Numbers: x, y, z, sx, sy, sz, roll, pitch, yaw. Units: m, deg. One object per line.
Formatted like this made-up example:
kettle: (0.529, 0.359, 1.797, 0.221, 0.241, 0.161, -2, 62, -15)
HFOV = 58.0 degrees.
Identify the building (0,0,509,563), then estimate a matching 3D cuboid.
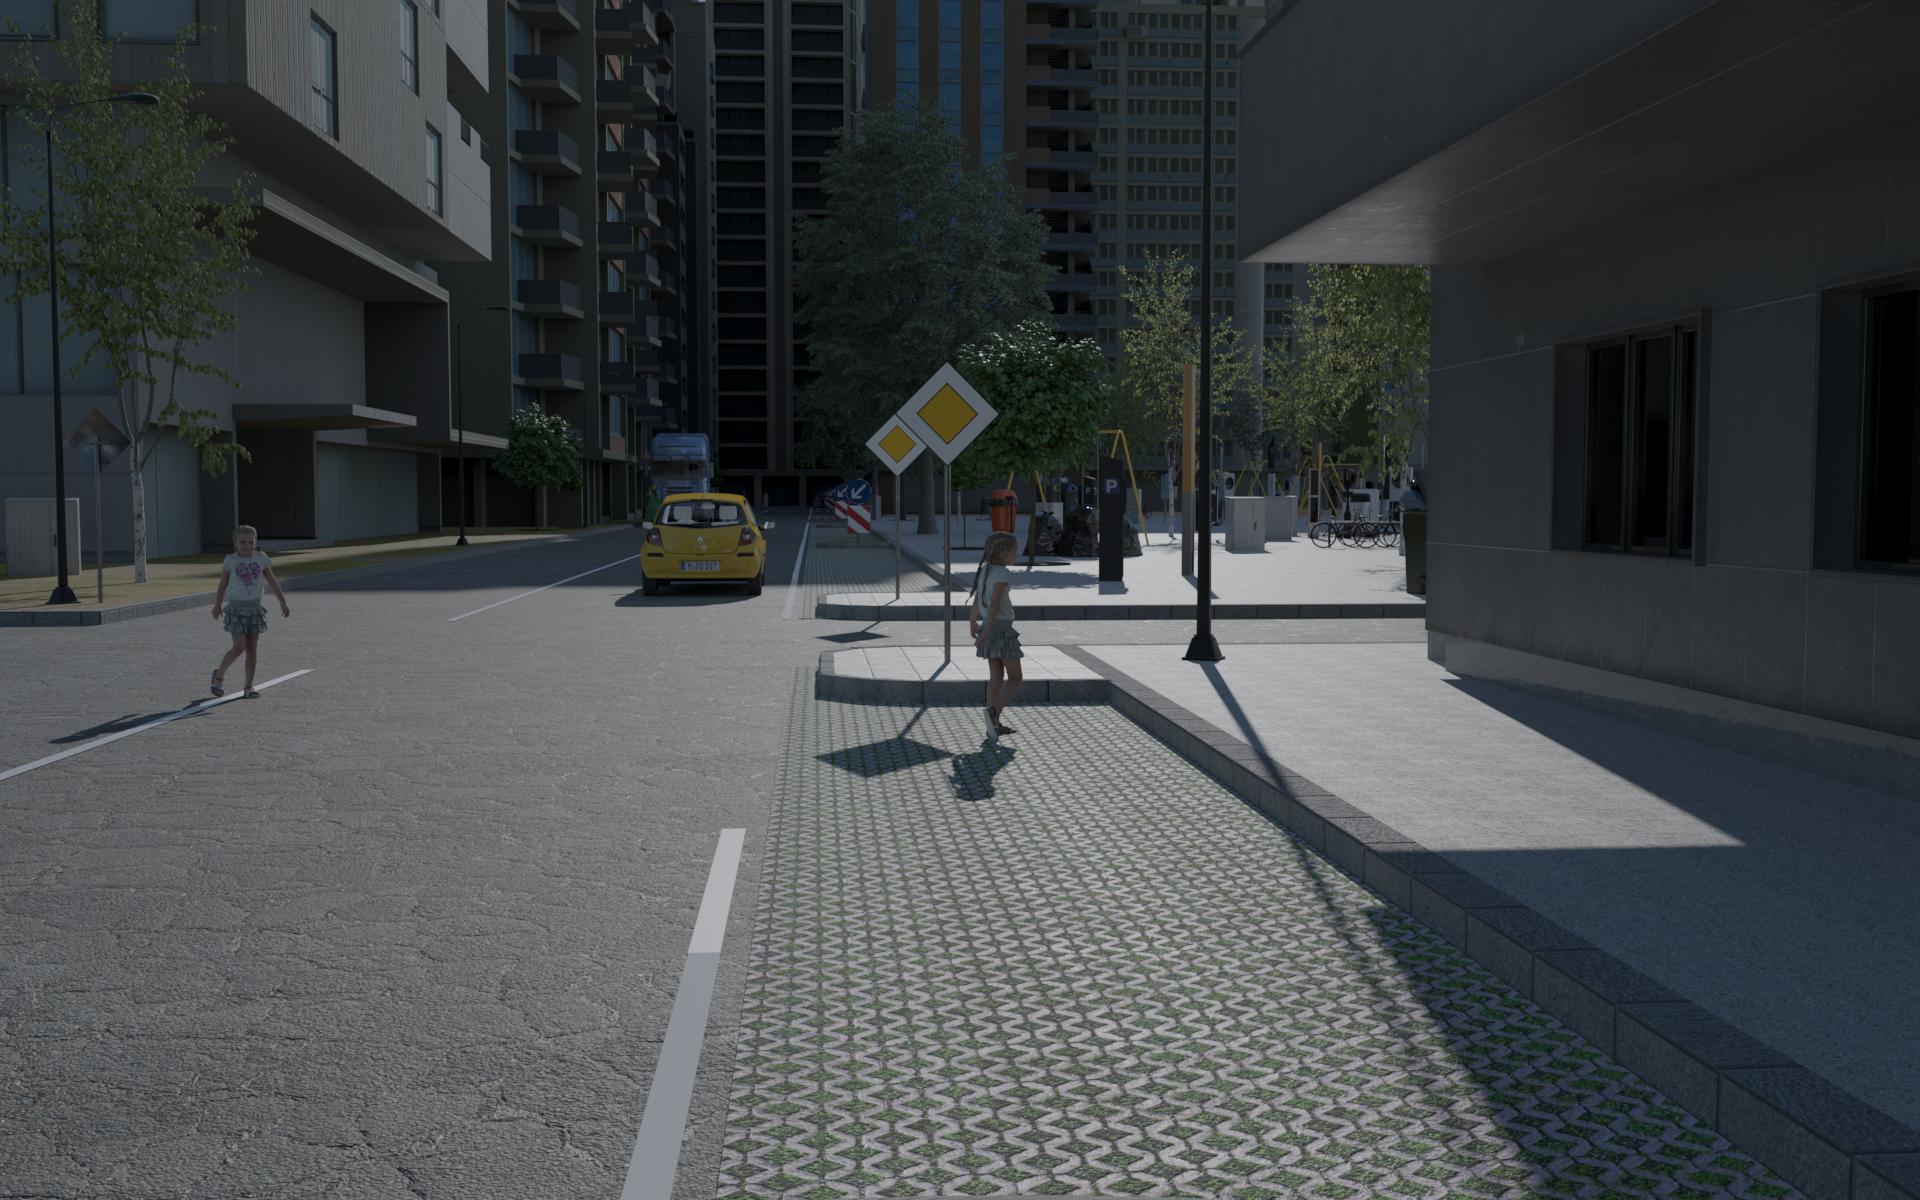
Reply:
building: (-27.288, -27.689, 41.949, 28.713, 52.752, 27.495, 0, 4, -5)

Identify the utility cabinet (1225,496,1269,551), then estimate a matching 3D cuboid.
utility cabinet: (6.496, -1.728, 39.418, 1.020, 1.237, 0.306, -3, 4, -36)

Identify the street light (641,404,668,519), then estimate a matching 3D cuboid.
street light: (-15.705, -7.122, 88.981, 1.470, 5.913, 1.316, 0, 4, -5)

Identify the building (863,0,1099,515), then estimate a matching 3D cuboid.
building: (0.905, -28.353, 113.676, 14.600, 45.320, 14.200, 0, 4, -5)

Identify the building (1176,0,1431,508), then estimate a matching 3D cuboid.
building: (35.160, -38.062, 164.318, 28.212, 58.520, 21.231, 0, 4, -5)

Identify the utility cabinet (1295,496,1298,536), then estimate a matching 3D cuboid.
utility cabinet: (10.191, -2.611, 53.850, 0.306, 1.237, 1.020, -1, 4, -8)

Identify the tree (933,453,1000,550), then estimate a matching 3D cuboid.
tree: (0.101, -2.766, 39.821, 1.663, 3.219, 1.824, 0, 3, 0)

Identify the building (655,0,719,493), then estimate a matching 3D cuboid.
building: (-33.484, -32.728, 158.803, 21.600, 48.544, 21.300, 0, 4, -5)

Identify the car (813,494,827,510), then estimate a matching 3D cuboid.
car: (-12.505, -8.970, 158.653, 2.014, 1.417, 4.499, 0, 4, -5)

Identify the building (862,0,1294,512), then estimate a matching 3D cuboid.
building: (8.671, -27.021, 133.666, 32.217, 40.220, 23.993, 0, 4, -5)

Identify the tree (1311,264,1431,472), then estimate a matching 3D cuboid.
tree: (7.333, -4.626, 26.002, 4.737, 8.622, 4.395, 0, 3, 0)

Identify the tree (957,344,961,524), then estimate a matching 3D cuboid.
tree: (-0.286, -7.532, 73.517, 4.737, 8.622, 4.395, 0, 3, 0)

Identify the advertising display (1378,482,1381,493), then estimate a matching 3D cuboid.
advertising display: (22.913, -5.363, 92.907, 0.974, 1.923, 0.123, 0, 4, 1)

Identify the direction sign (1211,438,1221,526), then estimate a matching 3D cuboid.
direction sign: (10.294, -4.739, 69.483, 0.379, 3.537, 0.876, 1, 4, 15)

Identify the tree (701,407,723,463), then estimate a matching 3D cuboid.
tree: (-21.958, -11.778, 142.933, 4.360, 8.622, 3.978, 0, 3, 0)

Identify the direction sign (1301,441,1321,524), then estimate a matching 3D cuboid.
direction sign: (15.090, -5.047, 74.523, 0.876, 3.537, 0.379, 0, 4, -2)

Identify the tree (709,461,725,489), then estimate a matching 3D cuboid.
tree: (-21.757, -10.058, 148.167, 4.285, 4.588, 4.351, 0, 3, 0)

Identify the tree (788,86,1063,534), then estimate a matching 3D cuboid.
tree: (-1.017, -9.062, 54.822, 9.857, 13.997, 8.962, 0, 3, 0)

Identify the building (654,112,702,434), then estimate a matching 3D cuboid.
building: (-27.086, -21.962, 130.782, 14.160, 30.474, 14.107, 0, 4, -5)

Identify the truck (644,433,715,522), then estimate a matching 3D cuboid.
truck: (-12.857, -5.681, 82.639, 2.967, 4.110, 18.799, 0, 4, -5)

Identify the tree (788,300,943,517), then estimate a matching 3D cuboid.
tree: (-4.914, -11.026, 97.280, 9.611, 12.733, 9.660, 0, 3, 0)

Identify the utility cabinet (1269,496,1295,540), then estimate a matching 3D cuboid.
utility cabinet: (8.736, -2.270, 48.277, 1.020, 1.237, 0.306, 1, 4, 15)

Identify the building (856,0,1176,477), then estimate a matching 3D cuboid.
building: (4.253, -34.834, 158.778, 28.713, 52.752, 27.495, 0, 4, -5)

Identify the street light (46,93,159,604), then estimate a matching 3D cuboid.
street light: (-9.983, -2.914, 20.187, 1.470, 5.913, 1.316, 0, 4, -5)

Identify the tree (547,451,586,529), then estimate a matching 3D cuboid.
tree: (-14.477, -4.289, 64.733, 1.663, 3.219, 1.824, 0, 3, 0)

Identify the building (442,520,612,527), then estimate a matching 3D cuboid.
building: (-25.525, -25.930, 78.579, 22.147, 44.769, 28.867, 0, 4, -5)

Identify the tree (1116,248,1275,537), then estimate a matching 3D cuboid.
tree: (6.457, -6.200, 51.739, 4.360, 8.622, 3.978, 0, 3, 0)

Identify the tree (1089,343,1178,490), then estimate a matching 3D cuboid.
tree: (7.847, -8.201, 84.450, 4.737, 8.622, 4.395, 0, 3, 0)

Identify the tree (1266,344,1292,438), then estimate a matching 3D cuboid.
tree: (15.766, -7.785, 77.640, 4.737, 8.622, 4.395, 0, 3, 0)

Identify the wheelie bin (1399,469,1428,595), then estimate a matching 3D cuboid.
wheelie bin: (6.073, -0.879, 22.281, 0.980, 1.594, 0.693, -1, 4, -22)

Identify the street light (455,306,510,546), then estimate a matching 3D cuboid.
street light: (-11.799, -4.298, 42.808, 1.470, 5.913, 1.316, 0, 4, -5)

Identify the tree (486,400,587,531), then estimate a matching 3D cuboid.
tree: (-14.794, -4.700, 60.554, 4.285, 4.588, 4.351, 0, 3, 0)

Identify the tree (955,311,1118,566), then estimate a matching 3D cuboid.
tree: (1.256, -2.907, 31.241, 4.285, 4.588, 4.351, 0, 3, 0)

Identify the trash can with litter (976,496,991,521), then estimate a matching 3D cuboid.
trash can with litter: (1.661, -4.483, 84.354, 2.233, 1.210, 1.678, -2, 4, -27)

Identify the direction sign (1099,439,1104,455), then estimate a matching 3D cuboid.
direction sign: (5.830, -4.860, 71.465, 0.379, 3.537, 0.876, 1, 4, 16)

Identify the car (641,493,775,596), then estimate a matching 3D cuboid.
car: (-3.780, -0.959, 25.897, 2.015, 1.641, 3.980, 0, 4, -5)

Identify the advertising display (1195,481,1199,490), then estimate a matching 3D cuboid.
advertising display: (11.473, -4.875, 84.914, 0.123, 1.923, 0.974, 3, 5, 42)

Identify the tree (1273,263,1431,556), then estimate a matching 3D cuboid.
tree: (8.983, -5.226, 35.809, 4.360, 8.622, 3.978, 0, 3, 0)

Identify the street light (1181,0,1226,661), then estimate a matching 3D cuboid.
street light: (1.352, -2.489, 13.232, 1.470, 5.913, 1.316, 0, 4, -5)

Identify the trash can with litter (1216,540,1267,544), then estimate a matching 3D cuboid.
trash can with litter: (7.187, -2.093, 45.277, 1.678, 1.210, 2.233, 2, 4, 30)

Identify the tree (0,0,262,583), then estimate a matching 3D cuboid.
tree: (-11.837, -4.546, 24.683, 4.737, 8.622, 4.395, 0, 3, 0)

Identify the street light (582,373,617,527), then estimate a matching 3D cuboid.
street light: (-13.848, -5.748, 66.524, 1.470, 5.913, 1.316, 0, 4, -5)

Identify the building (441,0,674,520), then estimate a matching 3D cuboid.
building: (-29.633, -27.767, 108.611, 22.147, 44.769, 28.867, 0, 4, -5)

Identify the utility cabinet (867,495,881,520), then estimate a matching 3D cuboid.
utility cabinet: (-4.196, -4.499, 84.718, 0.306, 1.237, 1.020, -2, 4, -27)

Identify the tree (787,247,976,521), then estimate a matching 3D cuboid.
tree: (-2.725, -10.589, 83.503, 12.009, 13.543, 11.850, 0, 3, 0)

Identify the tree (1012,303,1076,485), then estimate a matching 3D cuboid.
tree: (2.966, -7.070, 65.963, 4.360, 8.622, 3.978, 0, 3, 0)

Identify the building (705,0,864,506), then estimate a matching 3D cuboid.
building: (-16.680, -45.888, 188.527, 20.611, 71.187, 20.563, 0, 4, -5)
